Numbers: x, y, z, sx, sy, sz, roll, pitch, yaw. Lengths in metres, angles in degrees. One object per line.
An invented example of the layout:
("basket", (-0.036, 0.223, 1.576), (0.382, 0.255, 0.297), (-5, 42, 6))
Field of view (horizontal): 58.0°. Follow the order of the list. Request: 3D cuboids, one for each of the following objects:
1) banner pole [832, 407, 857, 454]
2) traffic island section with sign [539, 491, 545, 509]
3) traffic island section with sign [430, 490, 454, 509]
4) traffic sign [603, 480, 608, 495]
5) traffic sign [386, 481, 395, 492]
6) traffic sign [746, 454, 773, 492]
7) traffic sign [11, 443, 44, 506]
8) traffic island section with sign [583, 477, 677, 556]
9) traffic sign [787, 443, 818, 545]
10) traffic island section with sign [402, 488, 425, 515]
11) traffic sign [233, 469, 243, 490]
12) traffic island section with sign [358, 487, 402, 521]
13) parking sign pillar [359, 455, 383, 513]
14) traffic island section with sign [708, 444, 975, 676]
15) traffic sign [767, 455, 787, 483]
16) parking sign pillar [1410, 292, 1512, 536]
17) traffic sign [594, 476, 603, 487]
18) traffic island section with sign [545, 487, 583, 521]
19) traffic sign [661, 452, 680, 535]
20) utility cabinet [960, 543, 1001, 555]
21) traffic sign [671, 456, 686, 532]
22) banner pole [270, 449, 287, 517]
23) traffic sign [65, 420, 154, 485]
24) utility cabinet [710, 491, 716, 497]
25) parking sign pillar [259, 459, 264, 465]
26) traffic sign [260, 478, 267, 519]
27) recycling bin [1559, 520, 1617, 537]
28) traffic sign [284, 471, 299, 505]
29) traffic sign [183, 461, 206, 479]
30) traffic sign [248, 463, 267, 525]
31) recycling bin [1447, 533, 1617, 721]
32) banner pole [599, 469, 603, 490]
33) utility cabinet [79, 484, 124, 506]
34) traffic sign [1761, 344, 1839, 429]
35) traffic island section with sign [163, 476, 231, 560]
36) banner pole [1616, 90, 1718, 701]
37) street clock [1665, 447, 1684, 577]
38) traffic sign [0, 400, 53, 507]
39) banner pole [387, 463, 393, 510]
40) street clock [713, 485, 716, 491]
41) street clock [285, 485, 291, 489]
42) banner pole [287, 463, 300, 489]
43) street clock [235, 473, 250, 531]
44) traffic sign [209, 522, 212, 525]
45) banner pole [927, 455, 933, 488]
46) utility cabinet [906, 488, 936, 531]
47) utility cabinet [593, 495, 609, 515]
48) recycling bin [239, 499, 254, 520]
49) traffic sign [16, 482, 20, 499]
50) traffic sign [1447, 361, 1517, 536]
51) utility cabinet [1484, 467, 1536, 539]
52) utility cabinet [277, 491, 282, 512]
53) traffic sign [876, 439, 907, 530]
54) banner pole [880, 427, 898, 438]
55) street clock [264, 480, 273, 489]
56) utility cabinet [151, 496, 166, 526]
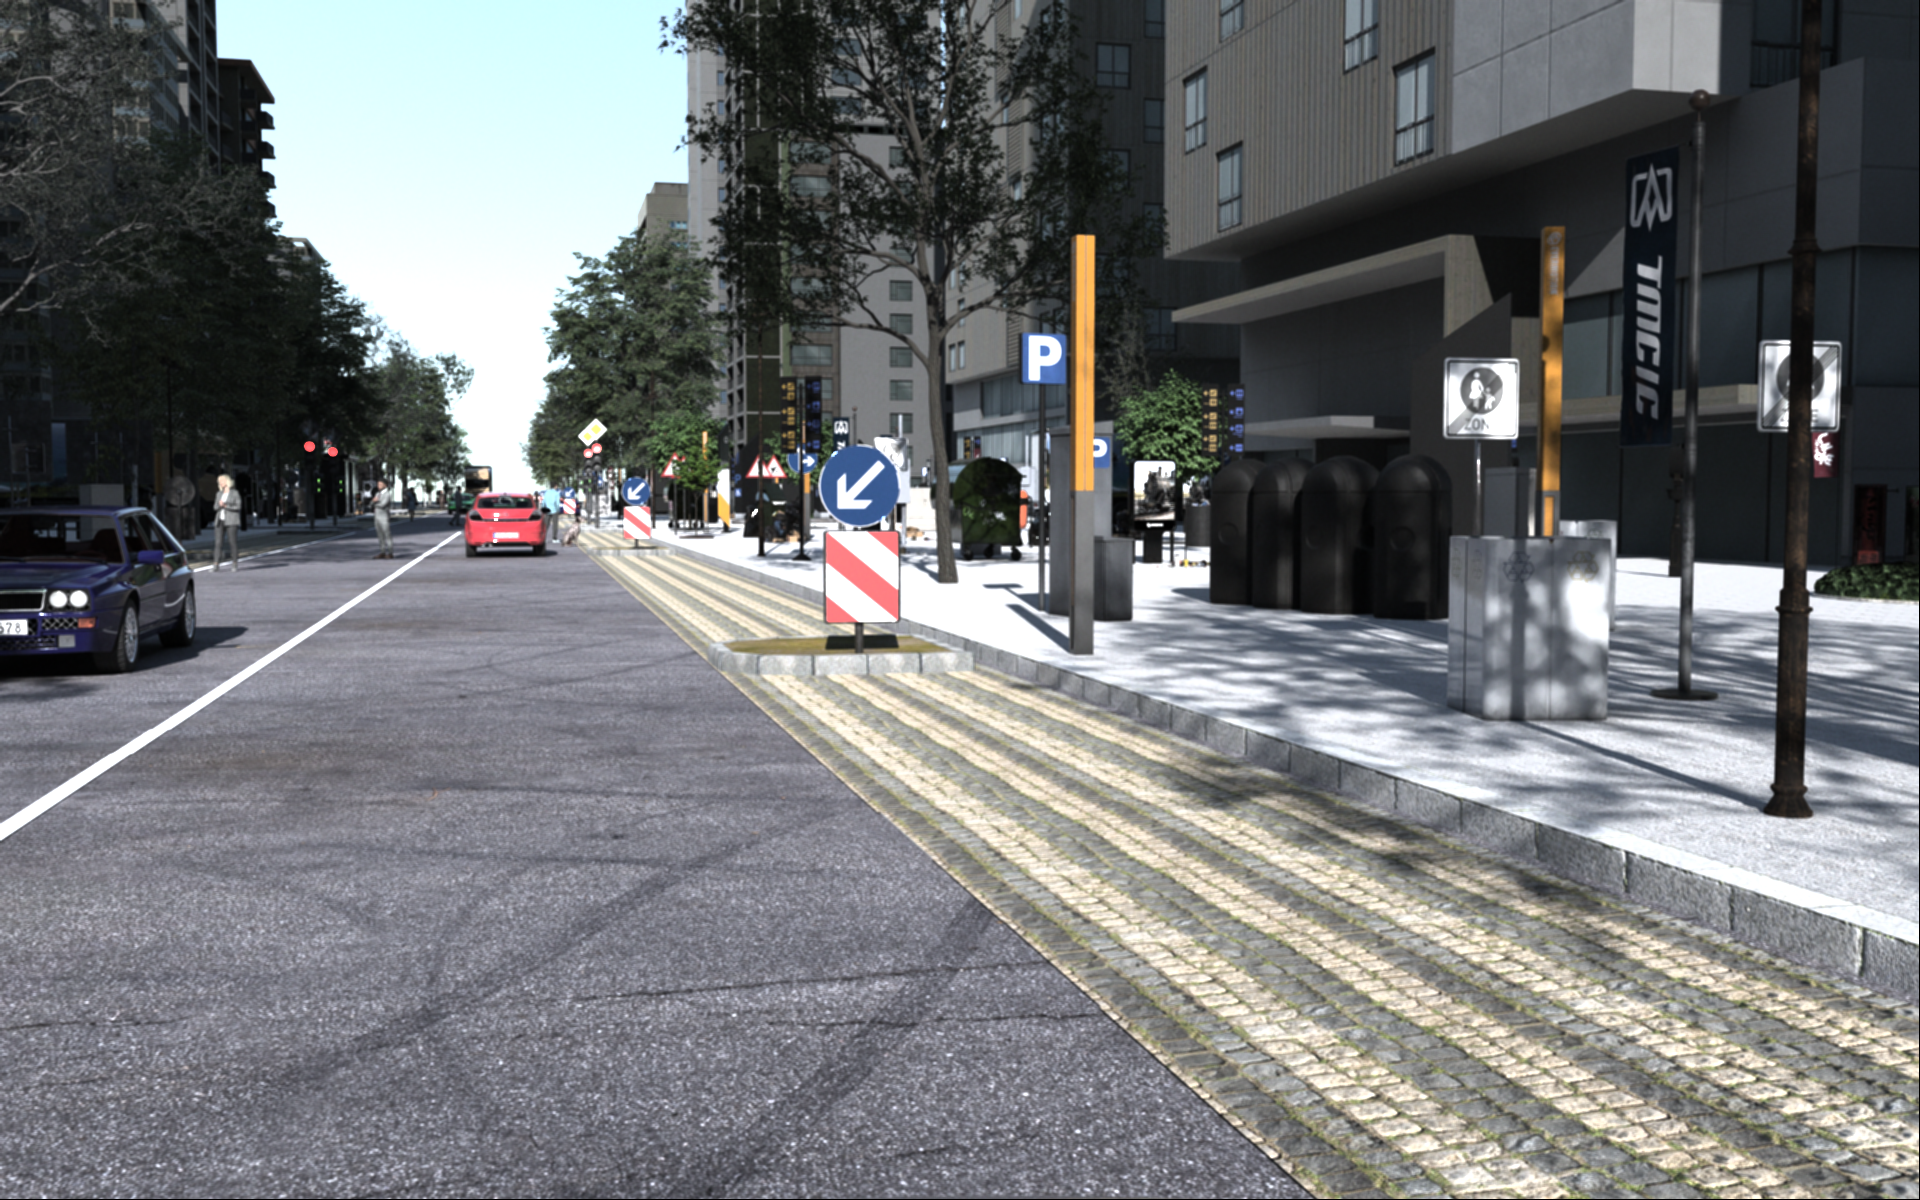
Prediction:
("banner pole", (-3.240, -3.647, 49.653), (0.863, 3.779, 0.401), (0, 4, 2))
("traffic island section with sign", (-28.081, -6.839, 120.445), (1.989, 1.847, 2.006), (-1, 4, -14))
("traffic island section with sign", (-49.897, -9.653, 166.457), (1.989, 1.847, 2.006), (-1, 4, -14))
("traffic sign", (-25.354, -7.465, 124.189), (0.606, 2.300, 0.079), (-1, 4, -14))
("traffic sign", (-46.938, -8.718, 142.550), (0.884, 2.594, 0.081), (-1, 4, -11))
("traffic sign", (-6.518, -3.440, 56.241), (0.884, 2.594, 0.081), (0, 4, -8))
("traffic sign", (-18.697, -1.997, 34.774), (0.606, 2.300, 0.079), (-1, 4, -9))
("traffic island section with sign", (-7.773, -1.967, 40.782), (1.989, 1.847, 2.006), (-1, 4, -14))
("traffic sign", (-3.945, -2.652, 43.459), (0.768, 2.556, 0.104), (0, 4, -6))
("traffic island section with sign", (-37.636, -6.713, 118.388), (1.989, 1.847, 2.006), (-1, 4, -14))
("traffic sign", (-29.389, -4.165, 70.226), (0.606, 2.300, 0.079), (-1, 4, -9))
("traffic island section with sign", (-30.961, -5.110, 92.178), (1.989, 1.847, 2.006), (-1, 4, -14))
("parking sign pillar", (-40.647, -7.988, 119.074), (1.447, 3.967, 1.447), (-1, 4, -18))
("traffic island section with sign", (-1.087, -0.364, 14.572), (1.989, 1.847, 2.006), (-1, 4, -14))
("traffic sign", (-6.127, -3.490, 57.072), (0.884, 2.594, 0.081), (0, 4, -7))
("parking sign pillar", (6.840, -2.153, 23.668), (1.447, 3.967, 1.447), (2, 4, 25))
("traffic sign", (-24.731, -7.221, 118.162), (0.768, 2.556, 0.104), (0, 4, -5))
("traffic island section with sign", (-21.190, -5.184, 93.385), (1.989, 1.847, 2.006), (-1, 4, -14))
("traffic sign", (-8.806, -3.276, 53.573), (0.884, 2.594, 0.081), (-1, 4, -9))
("utility cabinet", (0.448, -1.552, 36.544), (0.306, 1.237, 1.020), (3, 5, 42))
("traffic sign", (-9.330, -3.584, 58.595), (0.884, 2.594, 0.081), (0, 4, -8))
("banner pole", (-37.482, -6.410, 94.827), (0.401, 3.779, 0.863), (1, 4, 16))
("traffic sign", (-23.292, -3.278, 47.466), (2.265, 3.308, 0.079), (0, 4, -6))
("utility cabinet", (-18.004, -7.192, 126.267), (1.173, 1.500, 0.318), (-1, 4, -16))
("parking sign pillar", (-52.980, -8.694, 130.615), (1.447, 3.967, 1.447), (1, 4, 9))
("traffic sign", (-36.290, -5.440, 90.125), (0.795, 2.450, 0.064), (-1, 4, -9))
("recycling bin", (5.869, -0.247, 16.589), (0.722, 1.027, 0.722), (1, 4, 16))
("traffic sign", (-36.963, -5.851, 95.775), (0.768, 2.556, 0.104), (-1, 4, -13))
("traffic sign", (-27.251, -3.764, 61.655), (0.768, 2.556, 0.104), (-1, 4, -12))
("traffic sign", (-28.874, -4.349, 71.214), (0.768, 2.556, 0.104), (-1, 4, -9))
("recycling bin", (3.313, 0.148, 10.130), (0.722, 1.027, 0.722), (0, 4, -2))
("banner pole", (-25.361, -8.060, 121.802), (0.863, 3.779, 0.401), (3, 4, 37))
("utility cabinet", (-19.308, -1.853, 38.973), (0.318, 1.500, 1.173), (1, 4, 8))
("traffic sign", (5.608, -0.583, 11.663), (0.606, 2.300, 0.079), (-1, 4, -11))
("traffic island section with sign", (-17.139, -1.795, 37.973), (1.989, 1.847, 2.006), (-1, 4, -14))
("banner pole", (4.498, -1.287, 11.053), (0.401, 3.779, 0.863), (-1, 4, -21))
("street clock", (11.063, -1.354, 26.716), (0.358, 2.002, 0.471), (2, 4, 27))
("traffic sign", (-20.846, -2.663, 37.419), (2.265, 3.308, 0.079), (-1, 4, -14))
("banner pole", (-45.944, -9.157, 139.730), (0.401, 3.779, 0.863), (1, 4, 19))
("street clock", (-20.394, -8.572, 144.725), (0.471, 2.002, 0.358), (-2, 4, -29))
("street clock", (-51.907, -7.908, 133.870), (0.358, 2.002, 0.471), (0, 4, 4))
("banner pole", (-43.671, -7.567, 113.739), (0.863, 3.779, 0.401), (1, 4, 21))
("street clock", (-24.944, -3.406, 60.261), (0.471, 2.002, 0.358), (-1, 4, -23))
("traffic sign", (-30.725, -4.332, 70.929), (0.768, 2.556, 0.104), (0, 4, -8))
("banner pole", (-1.947, -7.428, 111.469), (0.401, 3.779, 0.863), (2, 4, 30))
("utility cabinet", (-1.319, -3.069, 58.853), (1.173, 1.500, 0.318), (-1, 4, -23))
("utility cabinet", (-21.798, -5.759, 105.329), (1.020, 1.237, 0.306), (0, 4, 3))
("recycling bin", (-35.244, -4.445, 85.231), (0.722, 1.027, 0.722), (-3, 5, -40))
("traffic sign", (-25.345, -2.850, 46.607), (0.884, 2.594, 0.081), (-1, 4, -10))
("traffic sign", (3.922, -0.673, 13.129), (0.606, 2.300, 0.079), (-1, 4, -12))
("utility cabinet", (4.692, -0.361, 14.578), (0.318, 1.500, 1.173), (0, 4, 5))
("utility cabinet", (-53.334, -7.781, 135.892), (1.173, 1.500, 0.318), (-2, 4, -34))
("traffic sign", (-1.257, -1.808, 31.692), (0.606, 2.300, 0.079), (0, 4, -5))
("banner pole", (-2.569, -4.551, 64.420), (0.863, 3.779, 0.401), (0, 4, 7))
("street clock", (-36.289, -5.290, 91.066), (0.471, 2.002, 0.358), (1, 4, 16))
("utility cabinet", (-28.583, -3.083, 61.571), (1.020, 1.237, 0.306), (3, 5, 40))
